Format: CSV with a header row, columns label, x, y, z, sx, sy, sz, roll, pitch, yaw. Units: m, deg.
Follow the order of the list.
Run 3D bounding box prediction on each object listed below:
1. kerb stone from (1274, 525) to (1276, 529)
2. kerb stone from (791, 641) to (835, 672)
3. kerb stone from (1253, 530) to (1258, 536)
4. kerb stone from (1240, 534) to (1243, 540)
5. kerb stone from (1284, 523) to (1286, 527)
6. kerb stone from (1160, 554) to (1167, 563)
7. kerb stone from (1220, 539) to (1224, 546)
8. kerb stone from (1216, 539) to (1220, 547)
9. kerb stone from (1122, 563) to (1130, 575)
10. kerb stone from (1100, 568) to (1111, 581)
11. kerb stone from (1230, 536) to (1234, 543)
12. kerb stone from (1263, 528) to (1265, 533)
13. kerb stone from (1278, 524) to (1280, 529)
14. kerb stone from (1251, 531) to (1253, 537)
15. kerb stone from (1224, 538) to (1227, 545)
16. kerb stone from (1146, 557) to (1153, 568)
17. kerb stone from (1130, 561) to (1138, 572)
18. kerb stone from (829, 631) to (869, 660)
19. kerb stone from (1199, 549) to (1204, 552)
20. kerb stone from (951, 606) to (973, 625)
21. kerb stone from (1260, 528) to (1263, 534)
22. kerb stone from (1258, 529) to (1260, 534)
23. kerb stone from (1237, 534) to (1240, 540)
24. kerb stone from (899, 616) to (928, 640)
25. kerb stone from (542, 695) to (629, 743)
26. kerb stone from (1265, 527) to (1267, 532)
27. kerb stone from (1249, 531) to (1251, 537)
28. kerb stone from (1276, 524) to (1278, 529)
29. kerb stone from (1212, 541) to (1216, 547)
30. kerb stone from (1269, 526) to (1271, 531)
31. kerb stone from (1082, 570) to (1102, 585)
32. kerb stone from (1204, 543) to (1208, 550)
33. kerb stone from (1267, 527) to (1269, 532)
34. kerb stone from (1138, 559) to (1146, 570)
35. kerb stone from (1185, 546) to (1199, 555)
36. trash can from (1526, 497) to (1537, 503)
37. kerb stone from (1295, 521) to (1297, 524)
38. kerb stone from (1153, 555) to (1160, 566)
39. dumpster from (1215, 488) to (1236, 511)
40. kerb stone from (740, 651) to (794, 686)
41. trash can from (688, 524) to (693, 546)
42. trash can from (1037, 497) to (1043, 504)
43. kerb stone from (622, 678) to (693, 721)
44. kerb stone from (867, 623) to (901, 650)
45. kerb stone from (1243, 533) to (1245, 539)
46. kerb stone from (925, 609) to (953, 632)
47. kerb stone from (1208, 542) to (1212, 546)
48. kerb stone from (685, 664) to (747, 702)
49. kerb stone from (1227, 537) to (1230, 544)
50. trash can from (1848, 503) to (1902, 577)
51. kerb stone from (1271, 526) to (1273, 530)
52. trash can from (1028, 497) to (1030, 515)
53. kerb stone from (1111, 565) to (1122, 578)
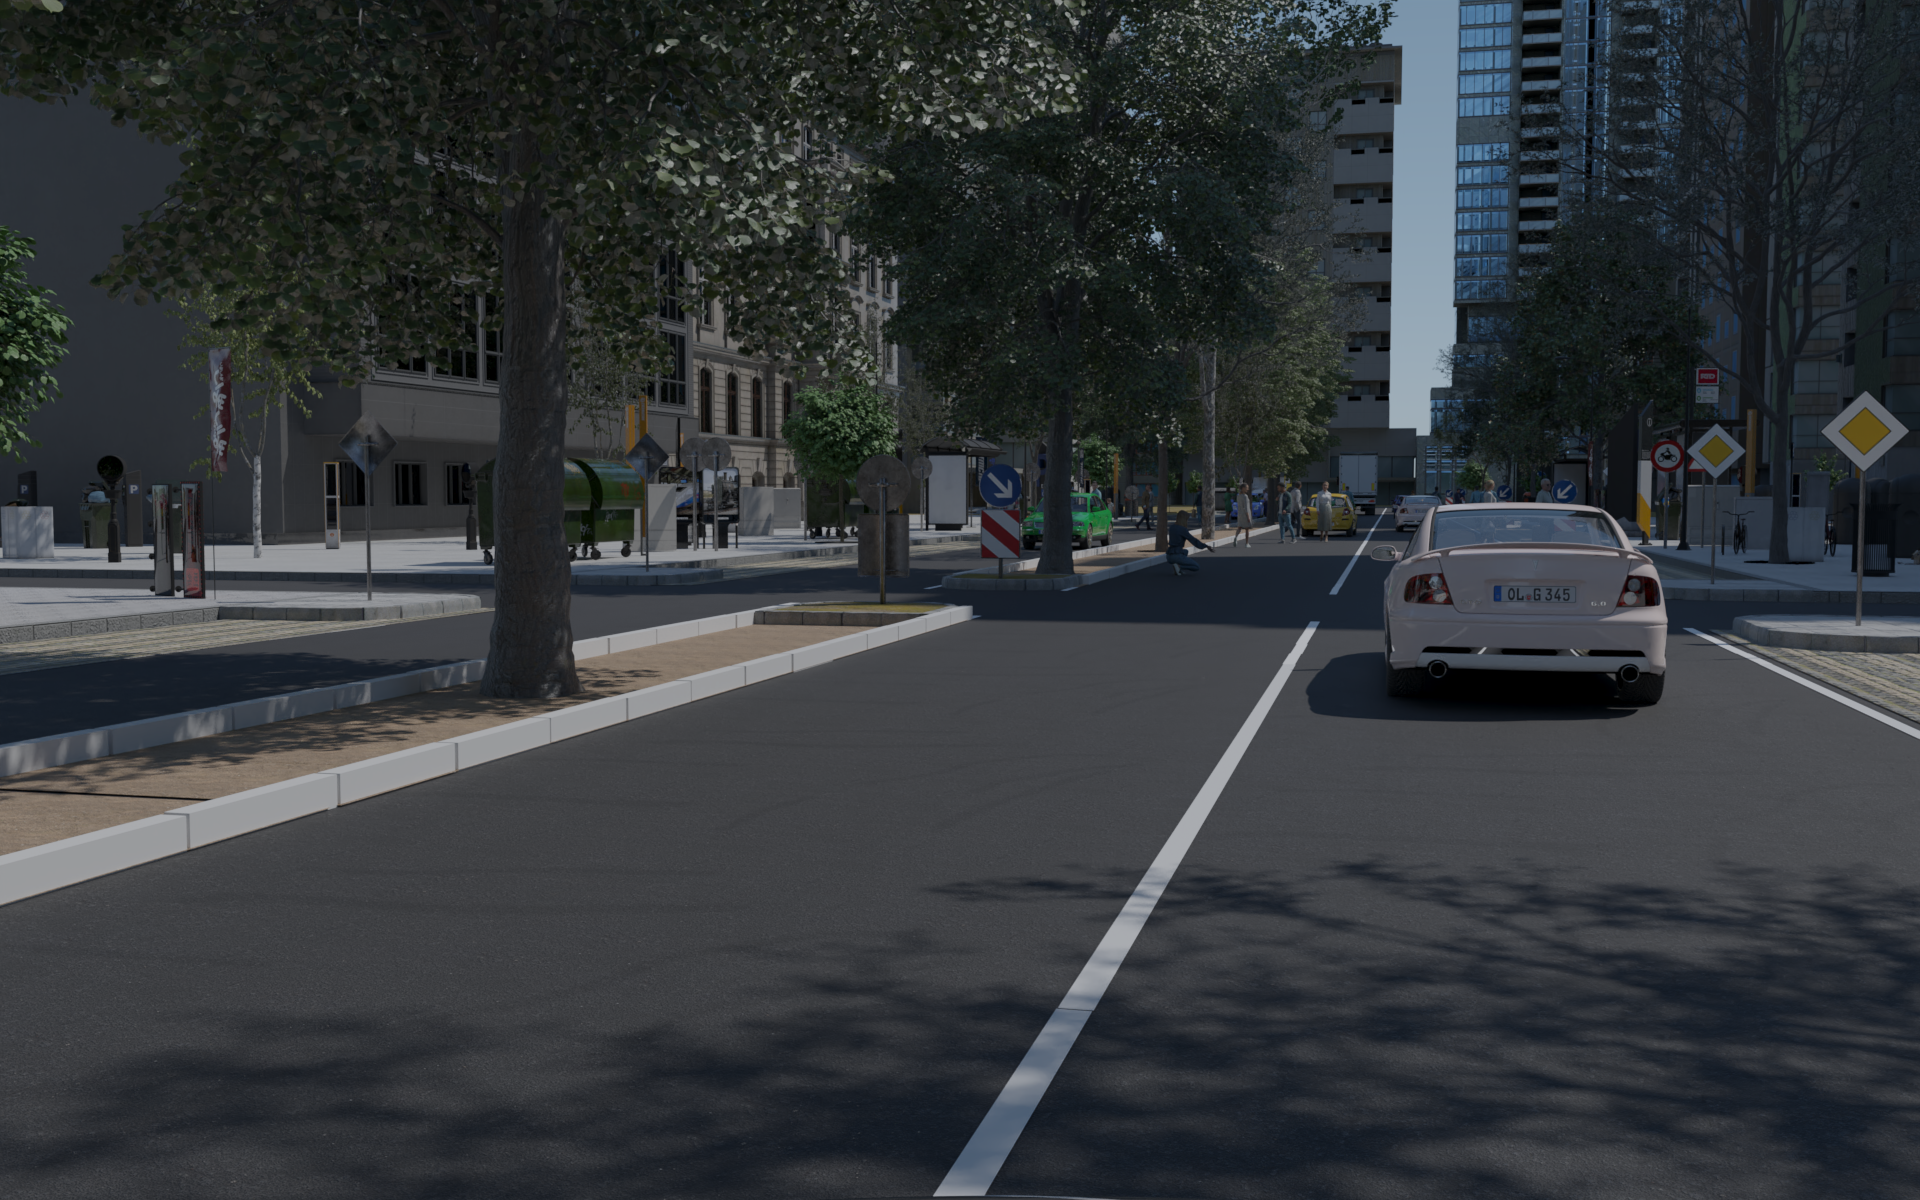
label,x,y,z,sx,sy,sz,roll,pitch,yaw
kerb stone,12.346,-2.839,68.632,0.120,0.150,1.000,1,4,14
kerb stone,-1.272,0.477,14.404,0.120,0.150,1.000,1,4,14
kerb stone,10.090,-2.291,59.658,0.120,0.150,1.000,1,4,14
kerb stone,8.586,-1.925,53.701,0.120,0.150,1.000,1,4,14
kerb stone,13.839,-3.205,74.604,0.120,0.150,1.000,1,4,14
kerb stone,4.092,-0.830,35.803,0.120,0.150,1.000,1,4,14
kerb stone,7.095,-1.562,47.737,0.120,0.150,1.000,1,4,14
kerb stone,6.839,-1.501,46.741,0.120,0.150,1.000,1,4,14
kerb stone,2.842,-0.525,30.835,0.120,0.150,1.000,1,4,14
kerb stone,2.341,-0.407,28.845,0.120,0.150,1.000,1,4,14
kerb stone,7.841,-1.744,50.715,0.120,0.150,1.000,1,4,14
kerb stone,10.839,-2.474,62.649,0.120,0.150,1.000,1,4,14
kerb stone,12.835,-2.960,70.626,0.120,0.150,1.000,1,4,14
kerb stone,9.586,-2.166,57.667,0.120,0.150,1.000,1,4,14
kerb stone,7.343,-1.623,48.730,0.120,0.150,1.000,1,4,14
kerb stone,3.588,-0.710,33.815,0.120,0.150,1.000,1,4,14
kerb stone,3.095,-0.589,31.825,0.120,0.150,1.000,1,4,14
kerb stone,-1.034,0.417,15.401,0.120,0.150,1.000,1,4,14
kerb stone,5.840,-1.258,42.763,0.120,0.150,1.000,1,4,14
kerb stone,-0.036,0.173,19.373,0.120,0.150,1.000,1,4,14
kerb stone,10.587,-2.414,61.659,0.120,0.150,1.000,1,4,14
kerb stone,10.339,-2.349,60.667,0.120,0.150,1.000,1,4,14
kerb stone,8.337,-1.864,52.709,0.120,0.150,1.000,1,4,14
kerb stone,-0.533,0.297,17.383,0.120,0.150,1.000,1,4,14
kerb stone,-2.281,0.720,10.431,0.120,0.150,1.000,1,4,14
kerb stone,11.085,-2.535,63.642,0.120,0.150,1.000,1,4,14
kerb stone,9.345,-2.109,56.674,0.120,0.150,1.000,1,4,14
kerb stone,12.588,-2.899,69.634,0.120,0.150,1.000,1,4,14
kerb stone,6.596,-1.440,45.747,0.120,0.150,1.000,1,4,14
kerb stone,11.588,-2.653,65.632,0.120,0.150,1.000,1,4,14
kerb stone,2.099,-0.341,27.852,0.120,0.150,1.000,1,4,14
kerb stone,6.087,-1.319,43.755,0.120,0.150,1.000,1,4,14
kerb stone,11.331,-2.595,64.634,0.120,0.150,1.000,1,4,14
kerb stone,3.346,-0.650,32.822,0.120,0.150,1.000,1,4,14
kerb stone,5.592,-1.197,41.771,0.120,0.150,1.000,1,4,14
trash can,26.410,-4.156,79.596,0.748,1.137,0.748,0,3,0
kerb stone,17.086,-3.990,87.536,0.120,0.150,1.000,1,4,14
kerb stone,3.847,-0.770,34.809,0.120,0.150,1.000,1,4,14
dumpster,18.727,-7.043,123.360,1.865,1.857,1.264,1,4,14
kerb stone,-1.531,0.537,13.415,0.120,0.150,1.000,1,4,14
trash can,-6.909,-1.924,43.105,0.748,1.137,0.748,0,3,0
trash can,3.810,-4.028,77.516,0.748,1.137,0.748,0,3,0
kerb stone,-2.028,0.662,11.422,0.120,0.150,1.000,1,4,14
kerb stone,-0.783,0.355,16.392,0.120,0.150,1.000,1,4,14
kerb stone,8.843,-1.987,54.690,0.120,0.150,1.000,1,4,14
kerb stone,-0.284,0.234,18.377,0.120,0.150,1.000,1,4,14
kerb stone,6.343,-1.380,44.754,0.120,0.150,1.000,1,4,14
kerb stone,-1.783,0.598,12.418,0.120,0.150,1.000,1,4,14
kerb stone,7.586,-1.680,49.723,0.120,0.150,1.000,1,4,14
trash can,14.238,-0.937,26.978,0.748,1.137,0.748,0,3,0
kerb stone,11.836,-2.718,66.633,0.120,0.150,1.000,1,4,14
trash can,3.806,-5.070,94.544,0.748,1.137,0.748,0,3,0
kerb stone,2.603,-0.467,29.834,0.120,0.150,1.000,1,4,14
